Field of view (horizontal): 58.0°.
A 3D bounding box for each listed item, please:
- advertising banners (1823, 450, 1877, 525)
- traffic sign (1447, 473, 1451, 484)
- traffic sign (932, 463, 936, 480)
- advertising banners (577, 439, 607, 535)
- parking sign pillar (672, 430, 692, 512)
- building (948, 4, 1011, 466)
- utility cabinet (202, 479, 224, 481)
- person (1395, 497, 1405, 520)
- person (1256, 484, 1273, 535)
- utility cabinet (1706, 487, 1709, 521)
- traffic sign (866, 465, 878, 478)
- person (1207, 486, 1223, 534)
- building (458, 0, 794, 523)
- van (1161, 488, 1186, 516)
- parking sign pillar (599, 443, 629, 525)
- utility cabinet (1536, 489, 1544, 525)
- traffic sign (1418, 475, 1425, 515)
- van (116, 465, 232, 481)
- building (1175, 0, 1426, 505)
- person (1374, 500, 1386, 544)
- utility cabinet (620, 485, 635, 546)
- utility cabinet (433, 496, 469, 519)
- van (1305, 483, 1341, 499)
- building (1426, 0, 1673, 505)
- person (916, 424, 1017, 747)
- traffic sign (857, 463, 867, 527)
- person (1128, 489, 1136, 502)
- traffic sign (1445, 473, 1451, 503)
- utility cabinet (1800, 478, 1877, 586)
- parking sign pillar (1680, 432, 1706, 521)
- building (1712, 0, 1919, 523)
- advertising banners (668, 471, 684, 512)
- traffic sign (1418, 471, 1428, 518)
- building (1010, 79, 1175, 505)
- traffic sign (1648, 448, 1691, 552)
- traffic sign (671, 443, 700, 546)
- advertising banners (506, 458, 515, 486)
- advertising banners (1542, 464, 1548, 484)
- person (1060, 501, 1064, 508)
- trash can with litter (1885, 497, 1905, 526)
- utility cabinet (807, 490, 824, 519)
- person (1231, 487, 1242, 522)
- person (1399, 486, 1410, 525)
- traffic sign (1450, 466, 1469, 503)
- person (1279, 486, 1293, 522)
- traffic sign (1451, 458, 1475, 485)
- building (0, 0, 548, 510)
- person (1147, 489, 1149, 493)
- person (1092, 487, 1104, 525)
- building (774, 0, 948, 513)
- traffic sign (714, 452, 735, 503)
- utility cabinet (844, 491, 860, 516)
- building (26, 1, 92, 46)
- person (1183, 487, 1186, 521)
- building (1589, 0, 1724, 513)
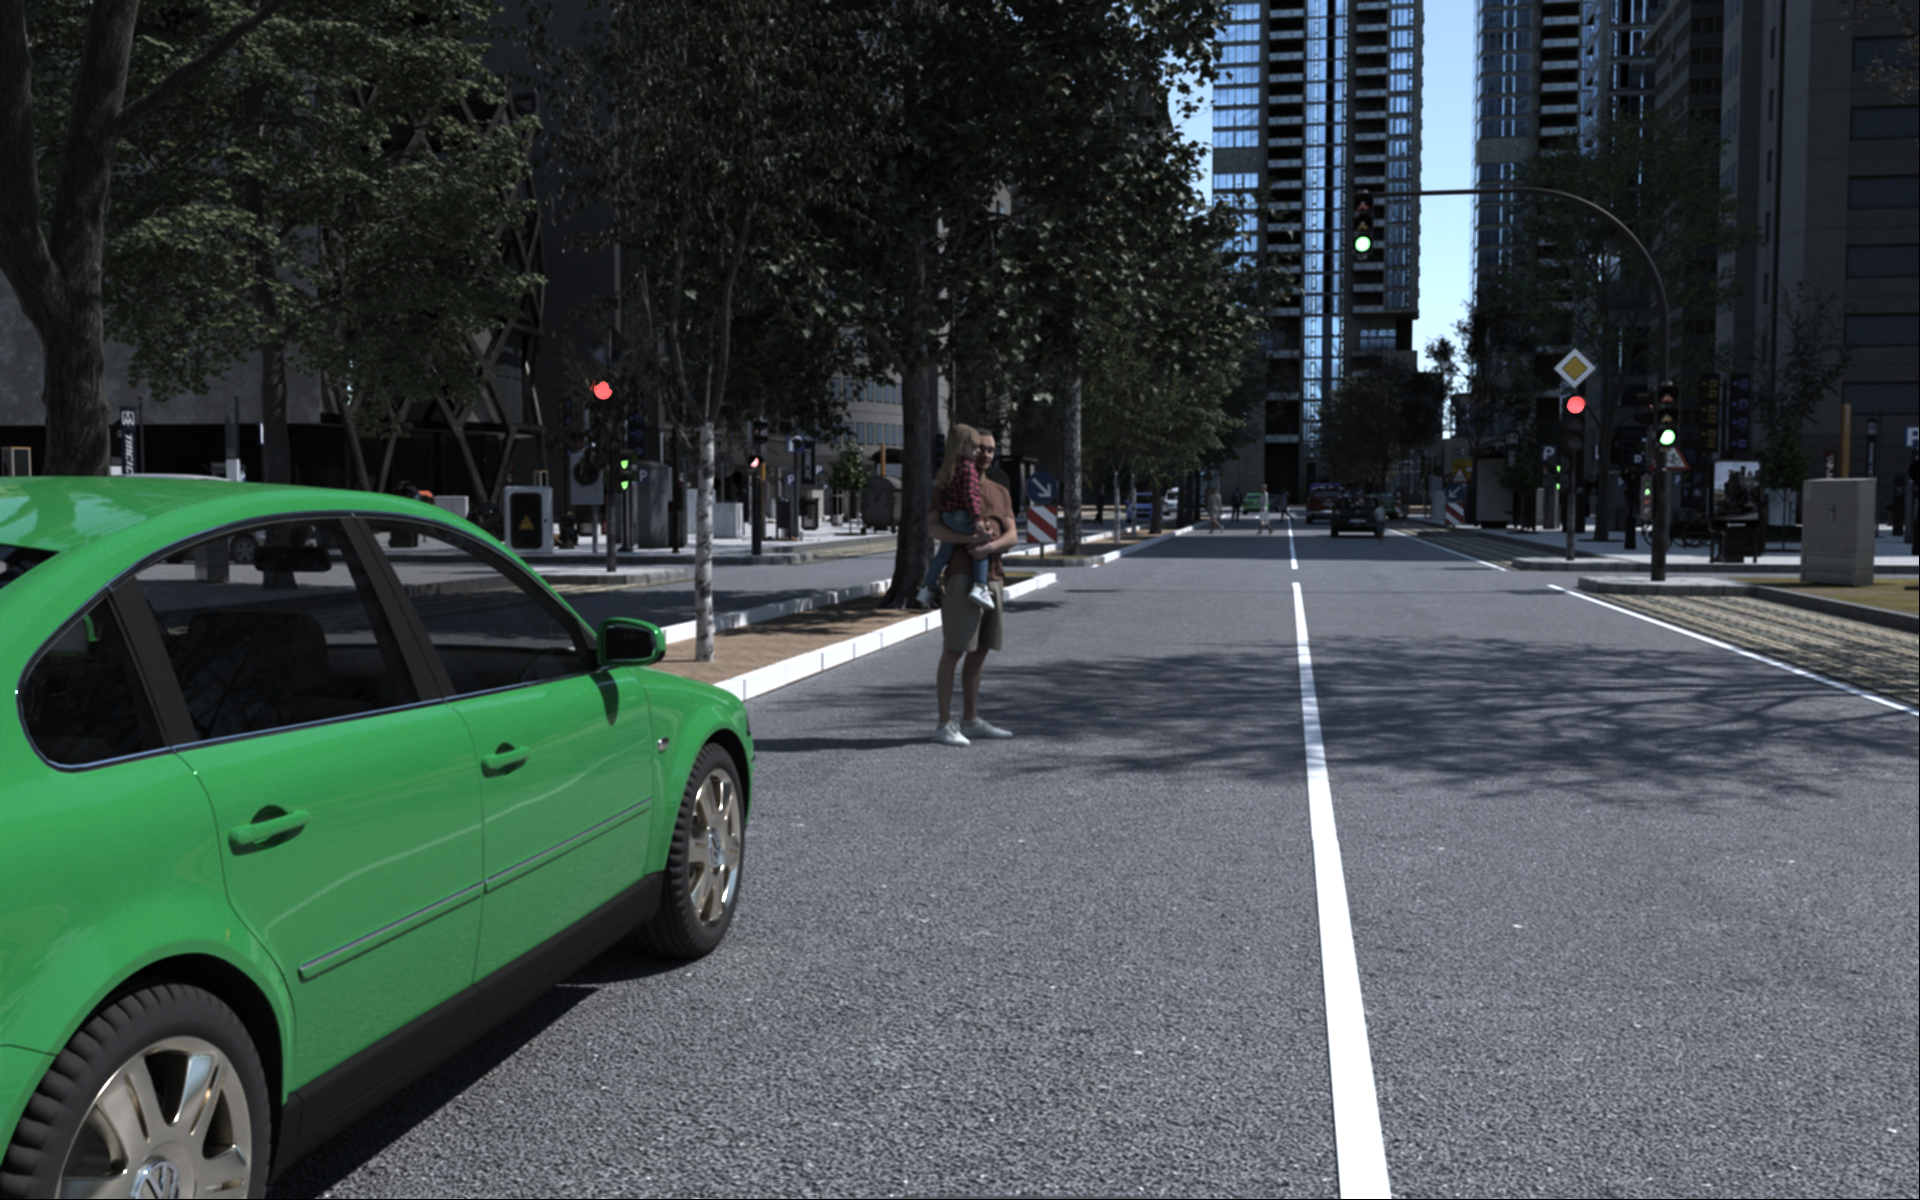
[{"bbox_3d":[35.258,-4.432,68.644,2.074,3.025,0.090,1,4,11],"label":"advertising banners"},{"bbox_3d":[28.593,-6.129,100.309,0.768,2.556,0.104,1,4,18],"label":"traffic sign"},{"bbox_3d":[-1.290,-4.217,69.050,0.768,2.556,0.104,1,4,13],"label":"traffic sign"},{"bbox_3d":[-11.087,-3.579,54.708,2.074,3.025,0.090,1,4,8],"label":"advertising banners"},{"bbox_3d":[-11.764,-5.189,73.311,1.447,3.967,1.447,1,4,10],"label":"parking sign pillar"},{"bbox_3d":[-7.186,-33.131,165.400,21.600,48.544,21.300,1,4,11],"label":"building"},{"bbox_3d":[-10.976,-1.023,25.398,0.318,1.500,1.173,-2,4,-32],"label":"utility cabinet"},{"bbox_3d":[22.206,-4.823,87.130,0.659,1.850,0.755,-1,4,-18],"label":"person"},{"bbox_3d":[10.705,-3.177,60.802,0.624,1.780,0.694,1,4,11],"label":"person"},{"bbox_3d":[23.735,-2.760,53.808,0.318,1.500,1.173,-1,4,-17],"label":"utility cabinet"},{"bbox_3d":[-3.925,-4.562,74.699,0.768,2.556,0.104,1,4,14],"label":"traffic sign"},{"bbox_3d":[9.267,-3.269,62.696,0.466,1.731,0.760,-3,5,-45],"label":"person"},{"bbox_3d":[-18.192,-17.996,87.734,14.314,27.812,24.014,1,4,11],"label":"building"},{"bbox_3d":[14.530,-6.666,116.007,2.013,2.044,4.112,1,4,11],"label":"van"},{"bbox_3d":[-14.452,-5.155,72.762,1.447,3.967,1.447,0,4,-4],"label":"parking sign pillar"},{"bbox_3d":[23.448,-3.735,69.741,1.173,1.500,0.318,3,5,40],"label":"utility cabinet"},{"bbox_3d":[28.635,-6.533,106.926,0.768,2.556,0.104,1,4,14],"label":"traffic sign"},{"bbox_3d":[-15.149,-1.713,35.015,4.112,2.044,2.013,1,4,12],"label":"van"},{"bbox_3d":[42.980,-55.034,212.476,31.000,86.520,22.319,1,4,11],"label":"building"},{"bbox_3d":[12.127,-2.254,50.036,0.332,1.250,0.352,2,4,26],"label":"person"},{"bbox_3d":[-8.266,-2.099,42.990,0.318,1.500,1.173,-1,4,-13],"label":"utility cabinet"},{"bbox_3d":[-15.684,-2.582,53.378,1.020,1.237,0.306,0,4,5],"label":"utility cabinet"},{"bbox_3d":[21.253,-5.900,100.845,2.240,2.365,5.245,1,4,11],"label":"van"},{"bbox_3d":[73.360,-54.656,206.301,31.000,86.520,22.319,1,4,11],"label":"building"},{"bbox_3d":[0.041,-0.092,9.977,0.573,1.828,0.580,0,4,4],"label":"person"},{"bbox_3d":[-4.023,-4.178,68.414,0.768,2.556,0.104,1,4,17],"label":"traffic sign"},{"bbox_3d":[10.291,-5.766,102.871,0.635,1.810,0.391,-2,4,-33],"label":"person"},{"bbox_3d":[29.684,-6.406,104.838,0.768,2.556,0.104,1,4,13],"label":"traffic sign"},{"bbox_3d":[12.330,-0.959,24.357,0.318,1.500,1.173,-1,4,-9],"label":"utility cabinet"},{"bbox_3d":[31.582,-5.285,74.889,1.447,3.967,1.447,0,4,-4],"label":"parking sign pillar"},{"bbox_3d":[50.203,-33.353,87.318,21.231,58.520,28.212,1,4,11],"label":"building"},{"bbox_3d":[-19.657,-7.318,115.835,2.074,3.025,0.090,-1,4,-16],"label":"advertising banners"},{"bbox_3d":[25.357,-5.769,94.335,0.884,2.594,0.081,1,4,11],"label":"traffic sign"},{"bbox_3d":[14.832,-38.705,222.063,27.495,52.752,28.713,1,4,11],"label":"building"},{"bbox_3d":[15.759,-2.355,38.507,0.884,2.594,0.081,1,4,15],"label":"traffic sign"},{"bbox_3d":[-6.761,-2.600,42.618,0.768,2.556,0.104,1,4,13],"label":"traffic sign"},{"bbox_3d":[-19.081,-4.592,71.272,2.074,3.025,0.090,2,4,28],"label":"advertising banners"},{"bbox_3d":[35.209,-6.507,102.579,2.074,3.025,0.090,-2,4,-26],"label":"advertising banners"},{"bbox_3d":[4.281,-3.629,68.188,0.716,1.782,0.532,0,4,8],"label":"person"},{"bbox_3d":[37.584,-3.538,69.237,1.055,1.170,0.624,2,4,28],"label":"trash can with litter"},{"bbox_3d":[-7.514,-4.972,89.977,0.318,1.500,1.173,2,4,26],"label":"utility cabinet"},{"bbox_3d":[14.386,-4.986,90.202,0.721,1.800,0.419,-1,4,-15],"label":"person"},{"bbox_3d":[20.548,-4.377,80.039,0.573,1.828,0.580,-1,4,-22],"label":"person"},{"bbox_3d":[23.380,-4.961,81.120,0.884,2.594,0.081,1,4,11],"label":"traffic sign"},{"bbox_3d":[16.342,-4.794,86.975,0.778,1.811,0.616,0,4,0],"label":"person"},{"bbox_3d":[28.947,-6.365,97.946,2.265,3.308,0.079,1,4,13],"label":"traffic sign"},{"bbox_3d":[-23.991,-11.902,62.045,16.820,18.784,16.811,1,4,11],"label":"building"},{"bbox_3d":[14.249,-7.501,131.135,1.348,1.826,0.705,-3,4,-37],"label":"person"},{"bbox_3d":[6.471,-4.387,80.643,0.534,1.772,0.576,0,4,-7],"label":"person"},{"bbox_3d":[-13.887,-35.841,127.999,21.231,58.520,28.212,1,4,11],"label":"building"},{"bbox_3d":[-7.125,-3.179,52.077,0.768,2.556,0.104,1,4,18],"label":"traffic sign"},{"bbox_3d":[-6.104,-5.440,97.629,0.318,1.500,1.173,-3,4,-38],"label":"utility cabinet"},{"bbox_3d":[-53.775,-16.155,68.653,34.151,26.468,19.350,1,4,11],"label":"building"},{"bbox_3d":[11.463,-4.871,88.242,0.635,1.810,0.391,-1,4,-19],"label":"person"},{"bbox_3d":[61.862,-26.153,119.483,32.217,40.220,23.993,1,4,11],"label":"building"}]
